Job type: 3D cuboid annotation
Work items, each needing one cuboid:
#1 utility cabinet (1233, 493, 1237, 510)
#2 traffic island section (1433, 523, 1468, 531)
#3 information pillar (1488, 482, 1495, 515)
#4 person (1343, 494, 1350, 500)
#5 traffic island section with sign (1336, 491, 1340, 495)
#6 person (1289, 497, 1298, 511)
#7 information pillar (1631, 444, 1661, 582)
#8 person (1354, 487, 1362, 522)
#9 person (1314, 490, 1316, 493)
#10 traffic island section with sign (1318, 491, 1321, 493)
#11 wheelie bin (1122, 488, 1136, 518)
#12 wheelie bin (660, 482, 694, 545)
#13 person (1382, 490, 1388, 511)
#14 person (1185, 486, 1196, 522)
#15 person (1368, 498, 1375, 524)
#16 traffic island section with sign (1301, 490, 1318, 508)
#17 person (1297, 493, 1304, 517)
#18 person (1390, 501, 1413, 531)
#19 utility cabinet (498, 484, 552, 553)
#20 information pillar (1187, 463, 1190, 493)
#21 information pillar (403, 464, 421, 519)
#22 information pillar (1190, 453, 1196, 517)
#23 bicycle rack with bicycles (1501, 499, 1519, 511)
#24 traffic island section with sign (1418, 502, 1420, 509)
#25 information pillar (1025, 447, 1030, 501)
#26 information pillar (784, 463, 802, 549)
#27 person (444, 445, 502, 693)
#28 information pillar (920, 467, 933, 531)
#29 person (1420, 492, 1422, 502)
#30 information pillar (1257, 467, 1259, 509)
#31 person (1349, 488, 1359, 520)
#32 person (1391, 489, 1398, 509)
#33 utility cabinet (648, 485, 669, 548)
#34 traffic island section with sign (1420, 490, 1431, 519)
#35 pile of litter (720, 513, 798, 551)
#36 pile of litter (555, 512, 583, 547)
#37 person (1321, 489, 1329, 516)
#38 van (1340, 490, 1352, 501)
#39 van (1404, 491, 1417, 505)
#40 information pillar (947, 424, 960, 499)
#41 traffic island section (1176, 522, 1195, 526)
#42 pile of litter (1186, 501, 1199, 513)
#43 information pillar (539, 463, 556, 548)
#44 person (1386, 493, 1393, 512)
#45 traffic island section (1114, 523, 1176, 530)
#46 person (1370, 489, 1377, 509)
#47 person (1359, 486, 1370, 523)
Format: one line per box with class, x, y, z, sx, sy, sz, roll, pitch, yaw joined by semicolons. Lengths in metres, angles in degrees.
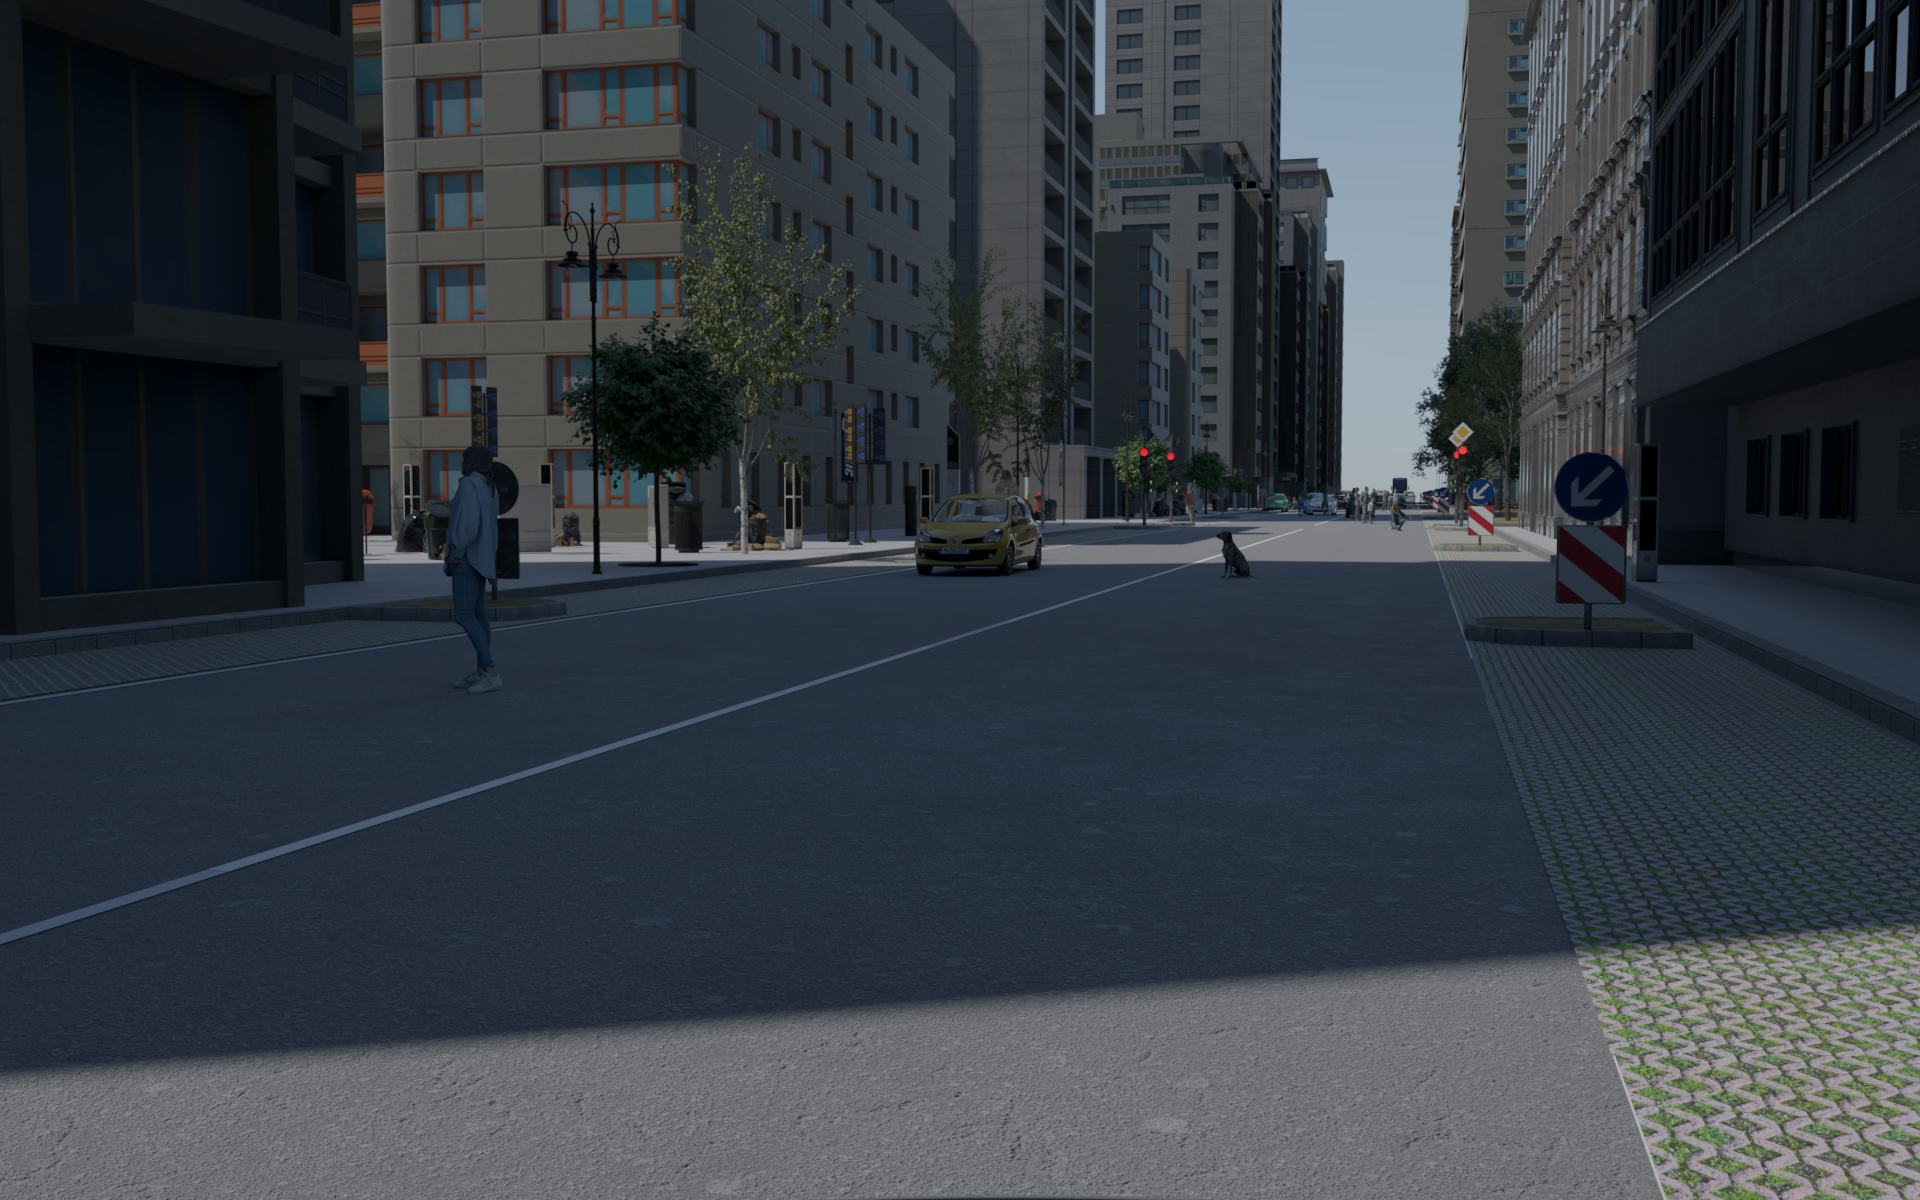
utility cabinet;22.226;-8.031;139.989;0.318;1.500;1.173;1;4;9
traffic island section;21.632;-3.248;75.392;2.009;0.180;2.903;1;4;15
information pillar;32.147;-6.134;104.776;0.304;2.012;0.304;-2;4;-33
person;34.338;-8.671;153.455;0.628;1.438;0.799;2;4;26
traffic island section with sign;55.596;-15.021;254.225;1.989;1.847;2.006;1;4;15
person;28.401;-8.137;147.031;0.738;1.151;1.012;-2;4;-30
information pillar;10.028;-1.274;25.324;0.304;2.012;0.304;0;4;8
person;20.769;-4.970;90.034;0.573;1.790;0.520;0;4;-4
person;29.589;-8.318;144.692;0.606;1.804;0.583;-1;4;-20
traffic island section with sign;41.771;-11.792;201.430;1.989;1.847;2.006;1;4;15
wheelie bin;9.180;-5.289;94.378;0.693;1.594;0.980;-1;4;-12
wheelie bin;-7.263;-2.213;44.096;0.980;1.594;0.693;-1;4;-18
person;35.431;-8.292;144.262;0.526;1.800;0.537;1;4;10
person;10.798;-4.444;81.139;0.573;1.828;0.580;-1;4;-10
person;19.783;-4.291;83.337;0.352;1.250;0.332;2;4;27
traffic island section with sign;34.909;-10.192;175.265;1.989;1.847;2.006;1;4;15
person;20.879;-5.828;106.387;0.523;1.515;0.503;1;4;10
person;17.118;-3.268;67.435;1.012;1.151;0.738;-1;4;-14
utility cabinet;-9.459;-1.761;37.464;1.173;1.500;0.318;-3;4;-37
information pillar;16.400;-8.086;123.568;0.504;3.616;0.183;-1;4;-21
information pillar;-13.440;-2.326;42.515;0.304;2.012;0.304;2;4;33
information pillar;13.392;-6.586;99.036;0.183;3.616;0.504;1;4;8
bicycle rack with bicycles;41.359;-7.047;128.600;2.852;0.926;2.925;-3;5;-42
traffic island section with sign;33.969;-7.038;123.704;1.989;1.847;2.006;1;4;15
information pillar;3.299;-5.737;85.150;0.183;3.616;0.504;-1;4;-15
information pillar;-3.888;-2.197;40.420;0.304;2.012;0.304;2;4;35
person;-3.557;-0.243;12.744;0.793;1.790;0.793;-2;4;-33
information pillar;-0.918;-2.660;47.989;0.304;2.012;0.304;1;4;13
person;75.687;-16.814;284.084;0.721;1.739;1.217;-1;4;-9
information pillar;25.413;-9.554;147.567;0.183;3.616;0.504;1;4;9
person;22.100;-5.406;97.141;0.600;1.795;0.529;1;4;10
person;36.420;-8.361;145.084;0.818;1.842;0.514;0;4;-2
utility cabinet;-7.210;-1.996;41.314;0.318;1.500;1.173;-1;4;-20
traffic island section with sign;27.136;-5.443;97.626;1.989;1.847;2.006;1;4;15
pile of litter;-4.557;-1.557;39.425;1.719;0.858;1.176;0;4;6
pile of litter;-9.881;-1.768;42.866;1.176;0.858;1.719;0;4;1
person;24.147;-6.467;114.485;0.529;1.795;0.600;2;4;25
van;41.700;-10.988;186.668;2.013;2.044;4.112;1;4;15
van;60.851;-13.927;234.713;2.013;2.044;4.112;1;4;13
information pillar;-0.228;-4.086;58.158;0.504;3.616;0.183;2;4;32
traffic island section;9.548;-3.442;78.552;2.009;0.180;2.903;1;4;15
pile of litter;15.723;-6.464;119.652;1.176;0.858;1.719;-3;4;-38
information pillar;-9.872;-2.260;41.448;0.304;2.012;0.304;0;4;-2
person;35.304;-8.023;142.270;0.503;1.515;0.523;-3;5;-39
traffic island section;7.524;-2.969;70.827;2.009;0.180;2.903;1;4;15
person;30.981;-7.451;130.123;0.655;1.846;0.447;-2;4;-34
person;19.975;-4.698;85.407;0.391;1.810;0.635;3;5;44
